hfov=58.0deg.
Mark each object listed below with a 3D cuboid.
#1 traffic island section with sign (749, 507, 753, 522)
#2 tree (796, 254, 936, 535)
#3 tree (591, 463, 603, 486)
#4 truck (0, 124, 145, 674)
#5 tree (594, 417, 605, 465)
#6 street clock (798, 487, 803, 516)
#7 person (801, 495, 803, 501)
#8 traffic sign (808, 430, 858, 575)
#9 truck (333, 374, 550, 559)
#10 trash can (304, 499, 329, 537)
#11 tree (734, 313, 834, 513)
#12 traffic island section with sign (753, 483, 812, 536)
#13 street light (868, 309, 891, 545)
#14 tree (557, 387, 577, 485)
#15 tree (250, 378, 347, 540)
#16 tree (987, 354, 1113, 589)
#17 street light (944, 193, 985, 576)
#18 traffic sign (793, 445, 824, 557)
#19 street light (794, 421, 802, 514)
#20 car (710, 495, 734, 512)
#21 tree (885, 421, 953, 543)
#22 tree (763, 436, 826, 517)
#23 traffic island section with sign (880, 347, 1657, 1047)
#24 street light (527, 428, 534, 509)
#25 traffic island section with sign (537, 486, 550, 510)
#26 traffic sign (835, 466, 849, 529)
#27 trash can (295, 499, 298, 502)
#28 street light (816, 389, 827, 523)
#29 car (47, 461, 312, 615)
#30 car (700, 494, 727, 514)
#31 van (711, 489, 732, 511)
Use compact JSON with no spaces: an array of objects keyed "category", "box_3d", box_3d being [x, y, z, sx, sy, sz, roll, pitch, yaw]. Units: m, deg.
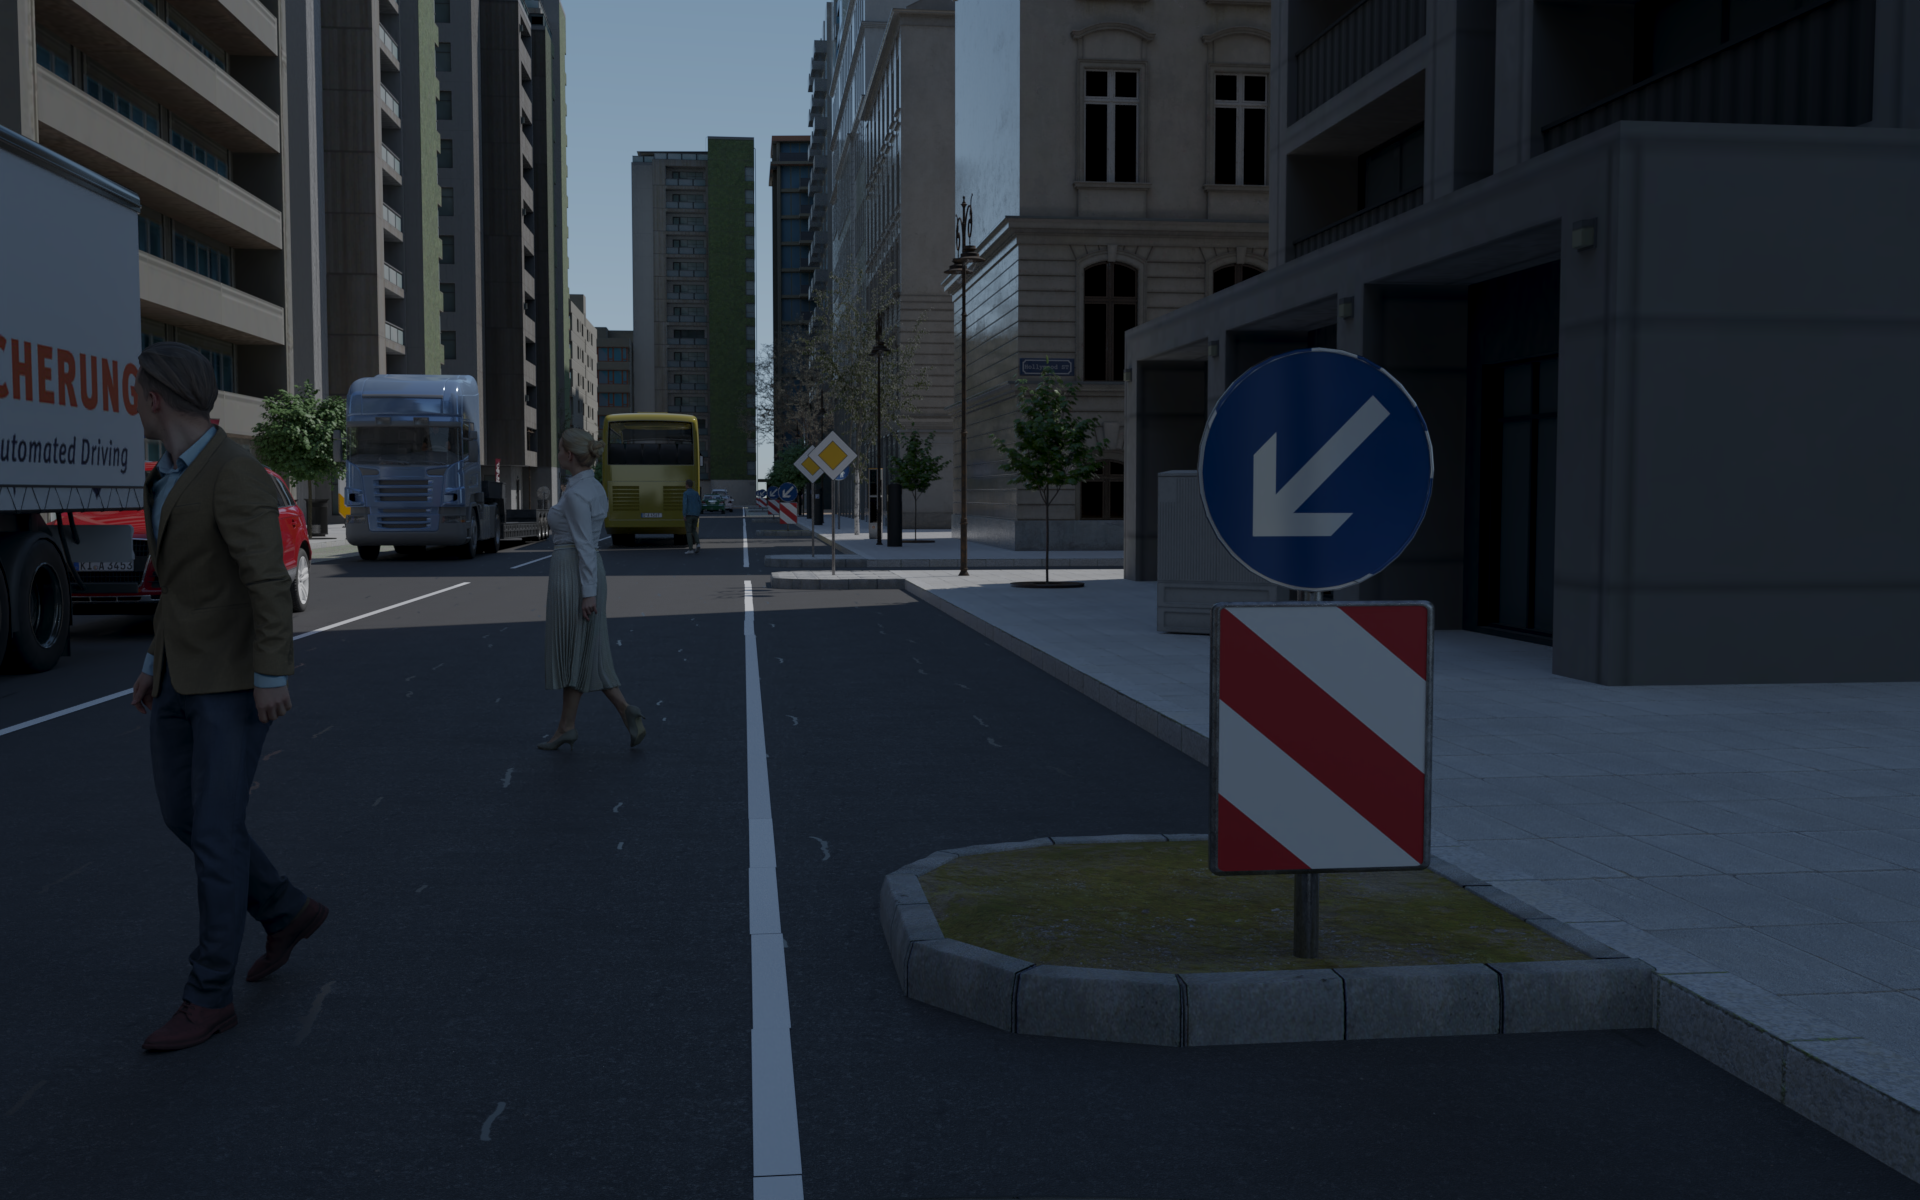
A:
[{"category":"traffic island section with sign","box_3d":[-9.584,-4.852,87.966,1.989,1.847,2.006,0,4,-7]},{"category":"tree","box_3d":[-3.007,-6.347,54.136,4.360,8.622,3.978,0,3,0]},{"category":"tree","box_3d":[-31.681,-10.500,155.382,4.285,4.588,4.351,0,3,0]},{"category":"truck","box_3d":[-8.068,-1.316,10.433,2.839,4.237,11.283,0,4,-7]},{"category":"tree","box_3d":[-33.045,-13.103,164.595,4.737,8.622,4.395,0,3,0]},{"category":"street clock","box_3d":[-9.525,-6.036,103.254,0.471,2.002,0.358,0,4,-1]},{"category":"person","box_3d":[-17.159,-11.075,190.520,0.436,1.711,0.756,2,4,32]},{"category":"traffic sign","box_3d":[-2.003,-1.448,27.325,0.795,2.450,0.064,0,4,-7]},{"category":"truck","box_3d":[-12.830,-3.372,44.889,2.967,4.110,18.799,0,4,-8]},{"category":"trash can","box_3d":[-19.352,-2.476,52.137,0.748,1.137,0.748,0,3,0]},{"category":"tree","box_3d":[-10.078,-12.608,116.510,12.009,13.543,11.850,0,3,0]},{"category":"traffic island section with sign","box_3d":[-6.115,-3.163,60.343,1.989,1.847,2.006,0,4,-7]},{"category":"street light","box_3d":[-2.032,-4.324,43.482,0.468,5.910,1.993,0,4,-7]},{"category":"tree","box_3d":[-26.454,-9.880,111.897,4.360,8.622,3.978,0,3,0]},{"category":"tree","box_3d":[-18.446,-3.995,49.036,4.285,4.588,4.351,0,3,0]},{"category":"tree","box_3d":[1.097,-1.789,23.852,1.663,3.219,1.824,0,3,0]},{"category":"street light","box_3d":[0.061,-3.317,27.014,0.468,5.910,1.993,0,4,-7]},{"category":"traffic sign","box_3d":[-2.997,-1.933,35.248,0.795,2.450,0.064,0,4,-7]},{"category":"street light","box_3d":[-10.234,-8.338,109.117,0.468,5.910,1.993,0,4,-7]},{"category":"car","box_3d":[-19.103,-7.714,138.483,2.083,1.381,4.827,-1,4,-8]},{"category":"tree","box_3d":[-1.241,-3.137,45.897,1.663,3.219,1.824,0,3,0]},{"category":"tree","box_3d":[-9.022,-7.035,98.733,4.285,4.588,4.351,0,3,0]},{"category":"traffic island section with sign","box_3d":[0.771,0.194,5.464,1.989,1.847,2.006,0,4,-7]},{"category":"street light","box_3d":[-24.736,-7.747,99.446,0.468,5.910,1.993,0,4,-7]},{"category":"traffic island section with sign","box_3d":[-20.742,-4.757,86.406,1.989,1.847,2.006,0,4,-7]},{"category":"traffic sign","box_3d":[-4.396,-3.839,62.877,0.768,2.556,0.104,0,4,-5]},{"category":"trash can","box_3d":[-17.791,-2.075,45.585,0.748,1.137,0.748,0,3,0]},{"category":"street light","box_3d":[-6.071,-6.331,76.307,0.468,5.910,1.993,0,4,-7]},{"category":"car","box_3d":[-8.734,-0.656,19.406,2.281,1.827,5.304,-1,4,-9]},{"category":"car","box_3d":[-17.979,-6.972,125.793,2.131,1.459,4.920,-1,4,-9]},{"category":"van","box_3d":[-20.797,-8.749,150.052,2.013,2.044,4.112,0,4,-6]}]
